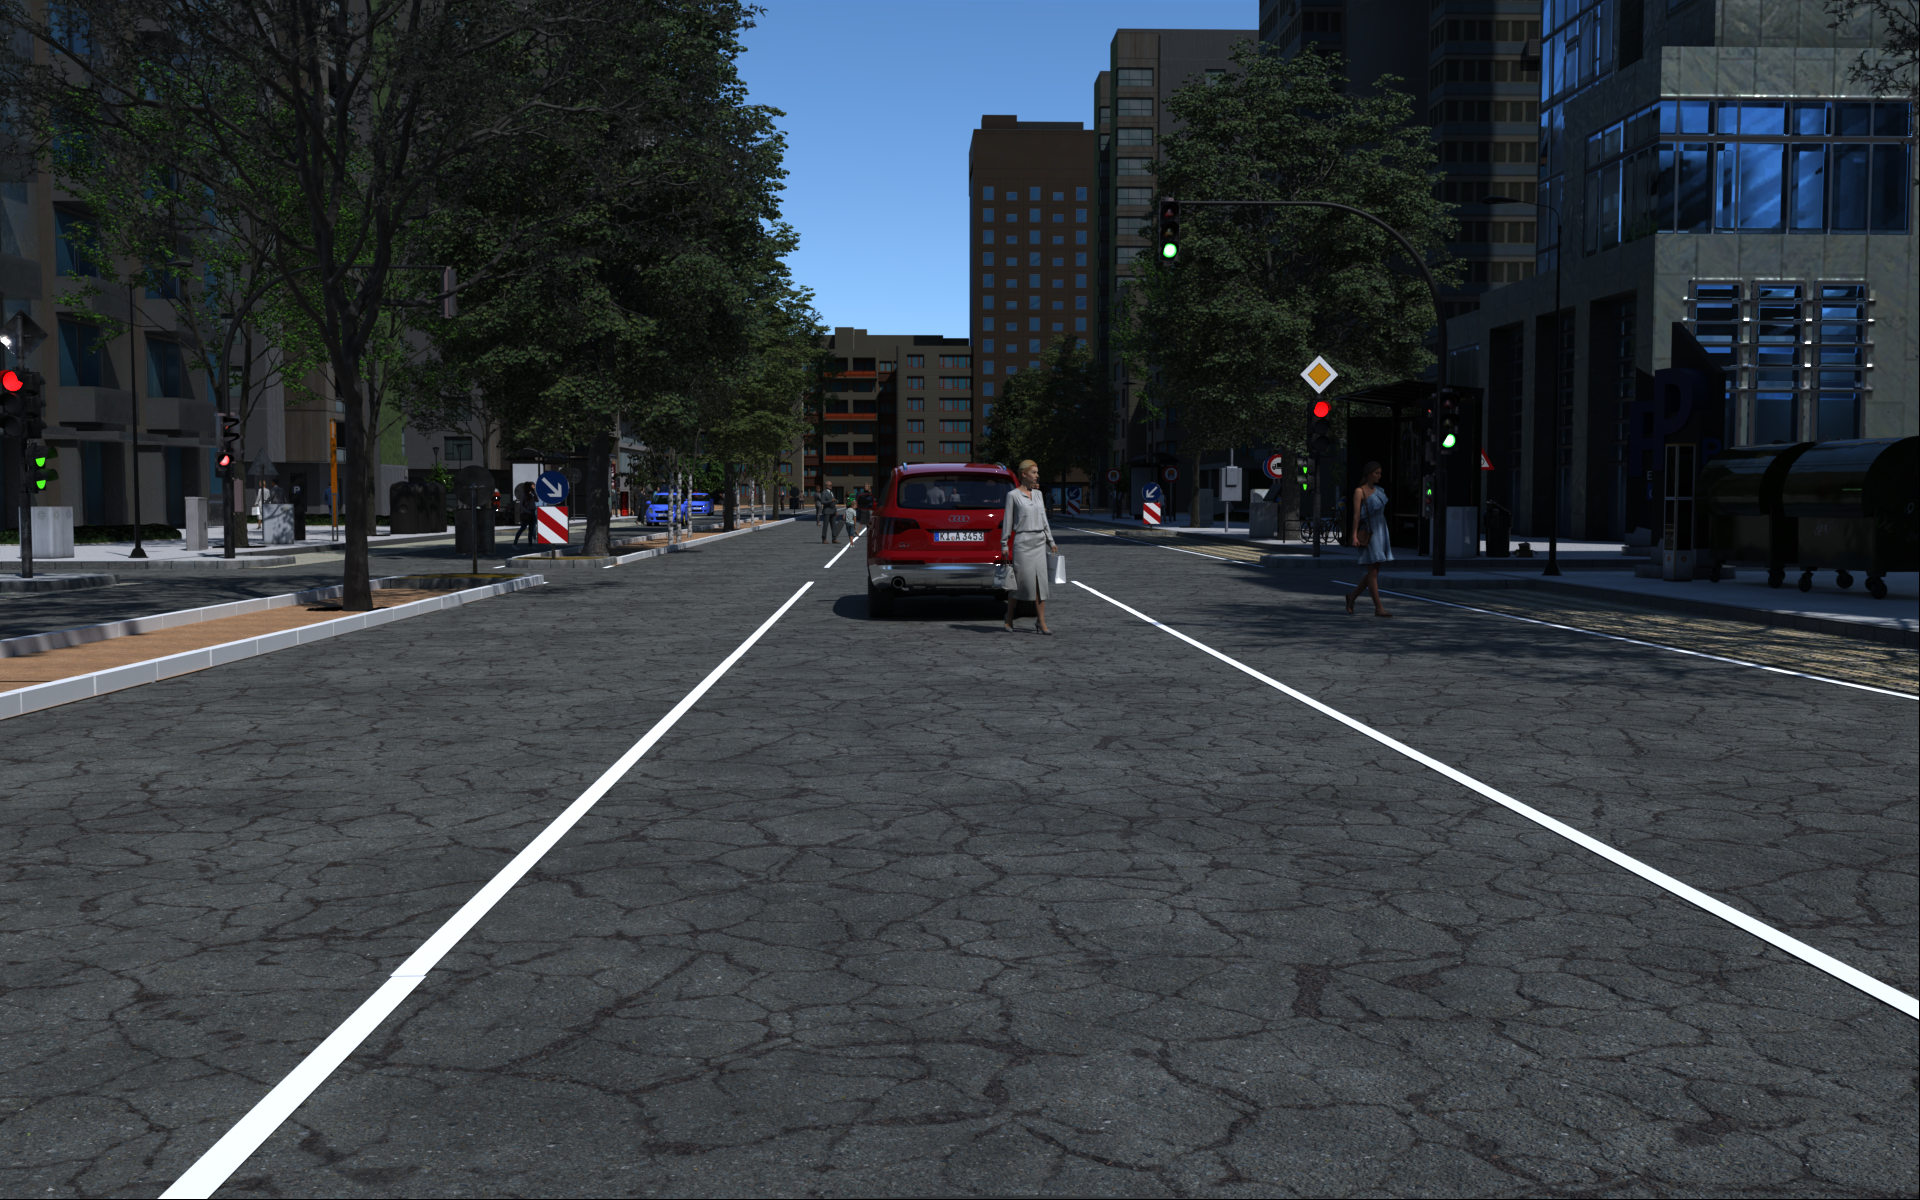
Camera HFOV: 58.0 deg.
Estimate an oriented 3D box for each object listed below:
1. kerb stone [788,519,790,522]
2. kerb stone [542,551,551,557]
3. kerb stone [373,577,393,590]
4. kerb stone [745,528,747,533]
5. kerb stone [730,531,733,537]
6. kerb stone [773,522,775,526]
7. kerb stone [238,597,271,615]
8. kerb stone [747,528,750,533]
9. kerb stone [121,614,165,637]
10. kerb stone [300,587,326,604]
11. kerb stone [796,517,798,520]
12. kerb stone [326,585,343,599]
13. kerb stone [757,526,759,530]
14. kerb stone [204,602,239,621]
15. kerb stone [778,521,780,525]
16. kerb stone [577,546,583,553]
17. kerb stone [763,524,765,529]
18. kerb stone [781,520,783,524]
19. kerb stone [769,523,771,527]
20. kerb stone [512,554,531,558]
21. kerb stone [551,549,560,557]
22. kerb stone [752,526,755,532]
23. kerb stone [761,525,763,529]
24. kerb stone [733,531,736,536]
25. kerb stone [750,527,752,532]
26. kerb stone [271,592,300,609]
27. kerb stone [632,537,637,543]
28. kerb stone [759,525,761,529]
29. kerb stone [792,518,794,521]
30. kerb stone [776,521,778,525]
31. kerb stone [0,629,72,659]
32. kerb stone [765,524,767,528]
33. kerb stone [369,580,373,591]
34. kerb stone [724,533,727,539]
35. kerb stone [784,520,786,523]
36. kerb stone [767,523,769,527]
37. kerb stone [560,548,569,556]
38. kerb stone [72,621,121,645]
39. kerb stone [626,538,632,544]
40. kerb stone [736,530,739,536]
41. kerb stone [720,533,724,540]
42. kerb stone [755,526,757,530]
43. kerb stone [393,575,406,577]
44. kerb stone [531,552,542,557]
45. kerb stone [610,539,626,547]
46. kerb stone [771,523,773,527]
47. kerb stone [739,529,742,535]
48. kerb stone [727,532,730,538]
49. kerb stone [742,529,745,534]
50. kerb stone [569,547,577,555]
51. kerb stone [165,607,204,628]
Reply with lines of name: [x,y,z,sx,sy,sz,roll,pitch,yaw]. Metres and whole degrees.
kerb stone: [-8.668,-3.903,86.005,0.120,0.150,1.000,0,4,-2]
kerb stone: [-9.131,-0.953,37.772,0.120,0.150,1.000,0,4,-2]
kerb stone: [-8.732,-0.228,25.929,0.120,0.150,1.000,0,4,-2]
kerb stone: [-7.867,-2.462,62.444,0.120,0.150,1.000,0,4,-2]
kerb stone: [-7.701,-2.146,57.310,0.120,0.150,1.000,0,4,-2]
kerb stone: [-8.316,-3.277,75.770,0.120,0.150,1.000,0,4,-2]
kerb stone: [-8.561,0.084,20.815,0.120,0.150,1.000,0,4,-2]
kerb stone: [-7.900,-2.524,63.468,0.120,0.150,1.000,0,4,-2]
kerb stone: [-8.448,0.274,17.749,0.120,0.150,1.000,0,4,-2]
kerb stone: [-8.625,-0.037,22.861,0.120,0.150,1.000,0,4,-2]
kerb stone: [-8.868,-4.279,92.152,0.120,0.150,1.000,0,4,-2]
kerb stone: [-8.655,-0.103,23.887,0.120,0.150,1.000,0,4,-2]
kerb stone: [-8.047,-2.774,67.558,0.120,0.150,1.000,0,4,-2]
kerb stone: [-8.523,0.147,19.794,0.120,0.150,1.000,0,4,-2]
kerb stone: [-8.426,-3.463,78.849,0.120,0.150,1.000,0,4,-2]
kerb stone: [-9.279,-1.199,41.863,0.120,0.150,1.000,0,4,-2]
kerb stone: [-8.143,-2.963,70.635,0.120,0.150,1.000,0,4,-2]
kerb stone: [-8.500,-3.590,80.894,0.120,0.150,1.000,0,4,-2]
kerb stone: [-8.254,-3.151,73.718,0.120,0.150,1.000,0,4,-2]
kerb stone: [-9.067,-0.827,35.726,0.120,0.150,1.000,0,4,-2]
kerb stone: [-9.169,-1.015,38.795,0.120,0.150,1.000,0,4,-2]
kerb stone: [-7.968,-2.649,65.514,0.120,0.150,1.000,0,4,-2]
kerb stone: [-8.115,-2.900,69.611,0.120,0.150,1.000,0,4,-2]
kerb stone: [-7.729,-2.211,58.340,0.120,0.150,1.000,0,4,-2]
kerb stone: [-7.936,-2.587,64.490,0.120,0.150,1.000,0,4,-2]
kerb stone: [-8.588,0.029,21.837,0.120,0.150,1.000,0,4,-2]
kerb stone: [-9.550,-1.702,50.087,0.120,0.150,1.000,0,4,-2]
kerb stone: [-8.080,-2.837,68.582,0.120,0.150,1.000,0,4,-2]
kerb stone: [-8.773,-4.090,89.071,0.120,0.150,1.000,0,4,-2]
kerb stone: [-8.389,-3.398,77.816,0.120,0.150,1.000,0,4,-2]
kerb stone: [-8.380,0.397,15.706,0.120,0.150,1.000,0,4,-2]
kerb stone: [-8.182,-3.025,71.670,0.120,0.150,1.000,0,4,-2]
kerb stone: [-8.698,-0.166,24.908,0.120,0.150,1.000,0,4,-2]
kerb stone: [-7.620,-2.022,55.256,0.120,0.150,1.000,0,4,-2]
kerb stone: [-8.563,-3.715,82.940,0.120,0.150,1.000,0,4,-2]
kerb stone: [-8.218,-3.088,72.691,0.120,0.150,1.000,0,4,-2]
kerb stone: [-9.206,-1.078,39.818,0.120,0.150,1.000,0,4,-2]
kerb stone: [-8.415,0.334,16.727,0.120,0.150,1.000,0,4,-2]
kerb stone: [-9.515,-1.643,49.065,0.120,0.150,1.000,0,4,-2]
kerb stone: [-7.766,-2.273,59.362,0.120,0.150,1.000,0,4,-2]
kerb stone: [-7.587,-1.959,54.233,0.120,0.150,1.000,0,4,-2]
kerb stone: [-7.998,-2.712,66.536,0.120,0.150,1.000,0,4,-2]
kerb stone: [-8.758,-0.291,26.951,0.120,0.150,1.000,0,4,-2]
kerb stone: [-9.098,-0.890,36.751,0.120,0.150,1.000,0,4,-2]
kerb stone: [-9.481,-1.580,48.025,0.120,0.150,1.000,0,4,-2]
kerb stone: [-8.289,-3.214,74.739,0.120,0.150,1.000,0,4,-2]
kerb stone: [-7.796,-2.336,60.386,0.120,0.150,1.000,0,4,-2]
kerb stone: [-7.665,-2.085,56.277,0.120,0.150,1.000,0,4,-2]
kerb stone: [-7.837,-2.394,61.422,0.120,0.150,1.000,0,4,-2]
kerb stone: [-9.239,-1.135,40.840,0.120,0.150,1.000,0,4,-2]
kerb stone: [-8.488,0.210,18.771,0.120,0.150,1.000,0,4,-2]
